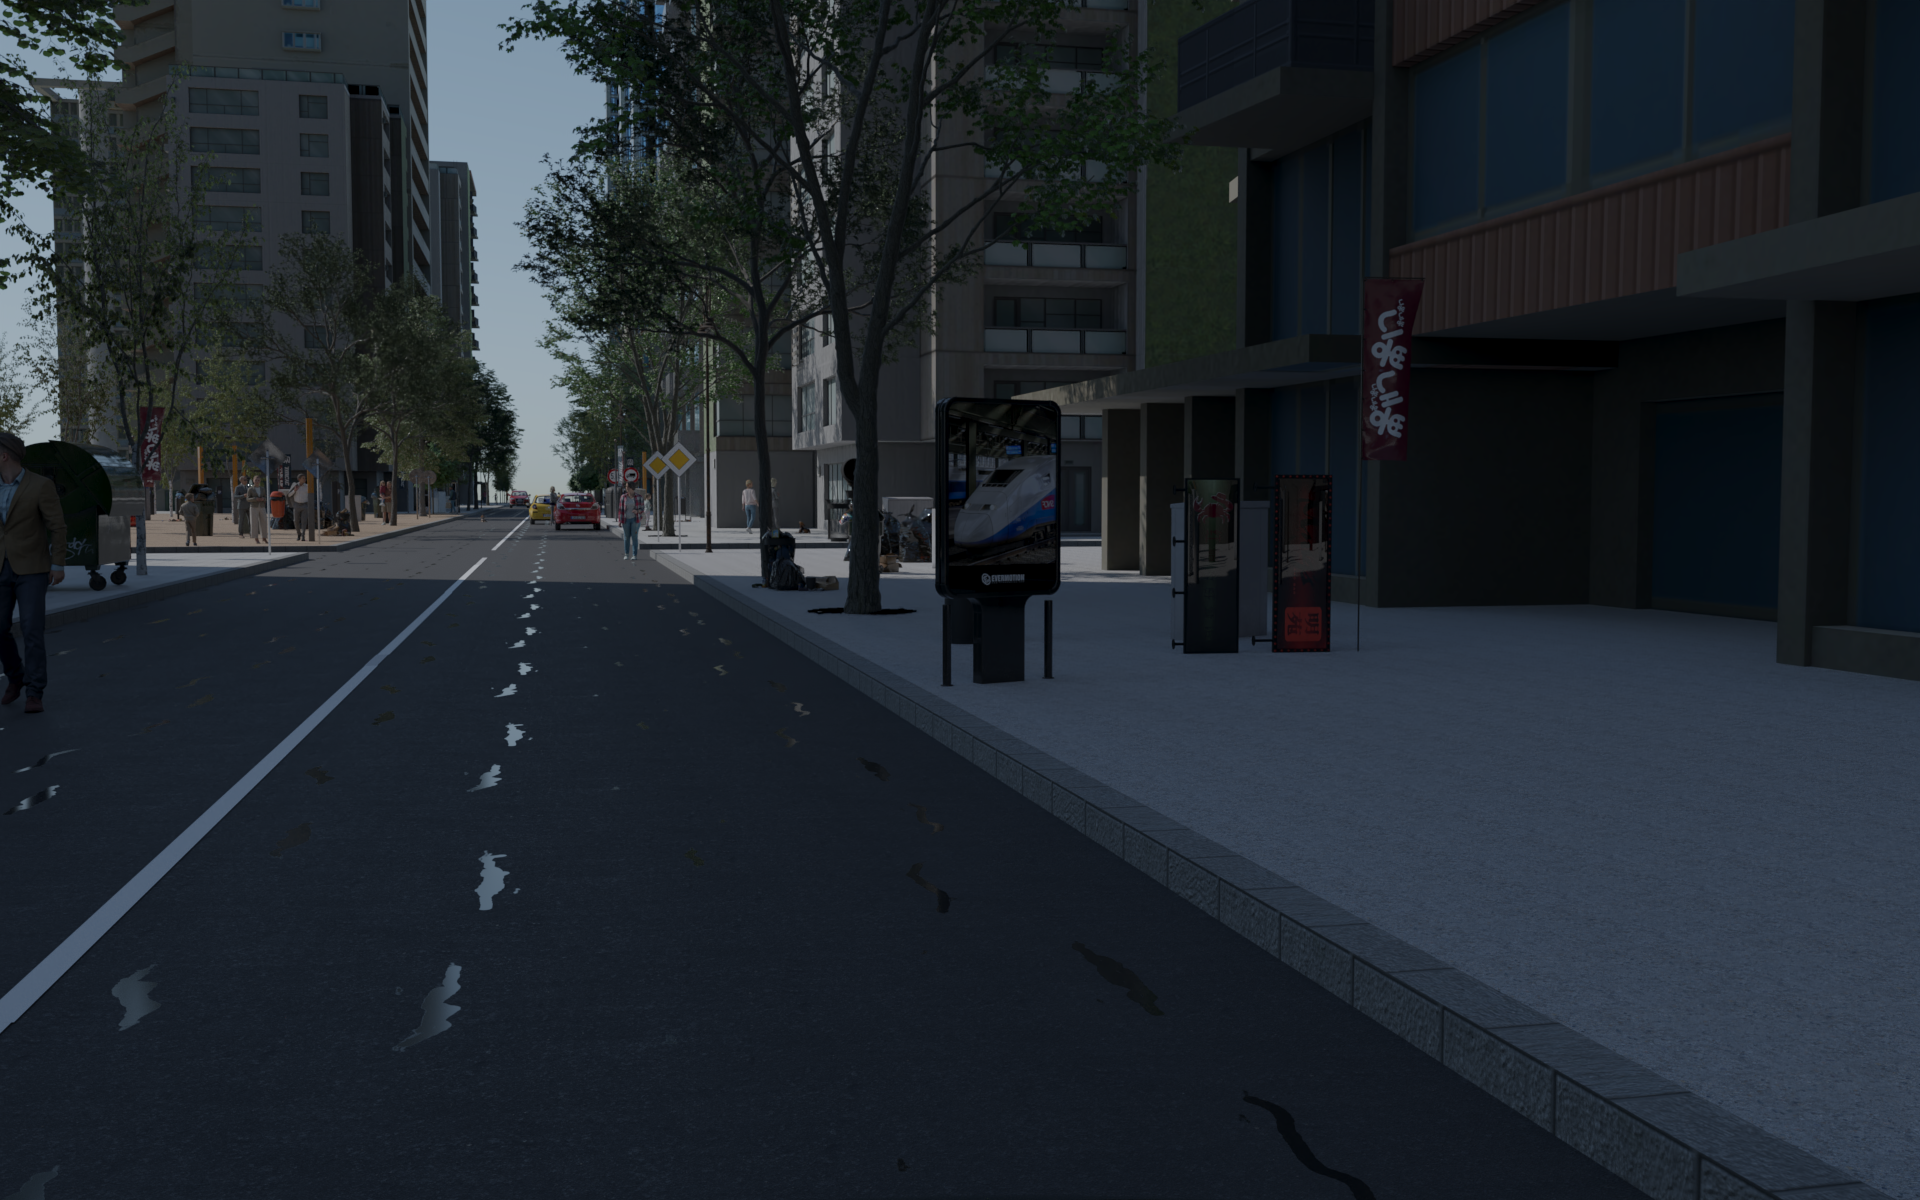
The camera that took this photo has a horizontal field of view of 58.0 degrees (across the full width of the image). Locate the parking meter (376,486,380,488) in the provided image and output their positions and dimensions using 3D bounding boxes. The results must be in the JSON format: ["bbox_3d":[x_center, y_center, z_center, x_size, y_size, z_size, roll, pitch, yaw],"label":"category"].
[{"bbox_3d":[-37.423,-6.472,111.528,0.399,1.863,0.255,-1,4,-21],"label":"parking meter"}]

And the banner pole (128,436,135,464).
[{"bbox_3d":[-35.449,-5.148,74.190,0.401,3.779,0.863,0,4,-8],"label":"banner pole"}]

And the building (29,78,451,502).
[{"bbox_3d":[-64.019,-28.554,158.743,32.217,40.220,23.993,-1,4,-13],"label":"building"}]

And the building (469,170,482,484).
[{"bbox_3d":[-74.319,-34.927,225.687,22.147,44.769,28.867,-1,4,-13],"label":"building"}]

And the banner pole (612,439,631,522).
[{"bbox_3d":[-15.553,-5.441,78.983,0.401,3.779,0.863,-3,5,-44],"label":"banner pole"}]

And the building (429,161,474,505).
[{"bbox_3d":[-65.552,-31.941,205.830,14.154,41.232,14.086,-1,4,-13],"label":"building"}]

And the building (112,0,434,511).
[{"bbox_3d":[-53.865,-31.425,137.496,21.300,48.544,21.600,-1,4,-13],"label":"building"}]

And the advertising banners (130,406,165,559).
[{"bbox_3d":[-16.589,-2.312,33.987,0.090,3.025,2.074,3,5,42],"label":"advertising banners"}]

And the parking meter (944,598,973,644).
[{"bbox_3d":[0.052,-0.398,14.912,0.372,1.533,0.369,0,3,0],"label":"parking meter"}]

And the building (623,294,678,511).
[{"bbox_3d":[-14.481,-18.637,149.761,27.650,21.520,28.899,-1,4,-13],"label":"building"}]

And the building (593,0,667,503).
[{"bbox_3d":[-44.156,-58.000,260.969,22.319,86.520,31.000,-1,4,-13],"label":"building"}]

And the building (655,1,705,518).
[{"bbox_3d":[-6.173,-29.507,102.056,23.786,49.044,30.456,-1,4,-13],"label":"building"}]

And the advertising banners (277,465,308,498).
[{"bbox_3d":[-40.316,-6.639,104.737,2.074,3.025,0.090,-3,5,-41],"label":"advertising banners"}]

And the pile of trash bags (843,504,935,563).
[{"bbox_3d":[-0.597,-1.425,33.046,3.447,1.369,1.912,3,4,36],"label":"pile of trash bags"}]

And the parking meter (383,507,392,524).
[{"bbox_3d":[-24.977,-4.103,75.497,0.372,1.533,0.369,0,3,0],"label":"parking meter"}]

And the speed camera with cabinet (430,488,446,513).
[{"bbox_3d":[-35.407,-7.477,116.578,0.660,3.252,2.038,1,4,14],"label":"speed camera with cabinet"}]

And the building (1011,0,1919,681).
[{"bbox_3d":[14.628,-22.222,17.951,22.147,44.769,28.867,-1,4,-13],"label":"building"}]

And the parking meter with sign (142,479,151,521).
[{"bbox_3d":[-39.548,-5.372,84.087,0.543,3.016,1.738,-2,4,-25],"label":"parking meter with sign"}]

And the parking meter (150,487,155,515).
[{"bbox_3d":[-49.752,-6.162,106.453,0.399,1.863,0.255,0,4,6],"label":"parking meter"}]

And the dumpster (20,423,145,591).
[{"bbox_3d":[-12.069,-1.283,23.471,1.502,2.255,1.985,-1,4,-13],"label":"dumpster"}]

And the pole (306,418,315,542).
[{"bbox_3d":[-17.517,-3.233,46.708,0.158,3.312,0.155,0,3,0],"label":"pole"}]

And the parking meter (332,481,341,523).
[{"bbox_3d":[-27.866,-4.383,77.371,0.255,1.863,0.399,0,4,3],"label":"parking meter"}]

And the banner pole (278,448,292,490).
[{"bbox_3d":[-37.116,-6.427,95.097,0.863,3.779,0.401,-2,4,-30],"label":"banner pole"}]

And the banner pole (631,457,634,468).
[{"bbox_3d":[-19.720,-6.908,102.963,0.863,3.779,0.401,-3,5,-41],"label":"banner pole"}]

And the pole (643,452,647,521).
[{"bbox_3d":[-15.258,-5.503,83.821,0.158,3.312,0.155,0,3,0],"label":"pole"}]

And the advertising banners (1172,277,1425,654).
[{"bbox_3d":[2.735,-1.086,13.947,2.074,3.025,0.090,0,4,-8],"label":"advertising banners"}]

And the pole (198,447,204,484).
[{"bbox_3d":[-31.947,-4.837,72.920,0.158,3.312,0.155,0,3,0],"label":"pole"}]

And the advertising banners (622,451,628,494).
[{"bbox_3d":[-13.746,-4.585,71.158,0.090,3.025,2.074,0,4,-3],"label":"advertising banners"}]

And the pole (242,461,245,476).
[{"bbox_3d":[-43.178,-6.767,104.491,0.158,3.312,0.155,0,3,0],"label":"pole"}]

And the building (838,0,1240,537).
[{"bbox_3d":[2.195,-22.808,56.508,14.086,41.232,14.154,-1,4,-13],"label":"building"}]

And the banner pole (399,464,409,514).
[{"bbox_3d":[-36.624,-7.597,114.226,0.401,3.779,0.863,3,4,39],"label":"banner pole"}]

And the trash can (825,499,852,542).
[{"bbox_3d":[-3.264,-2.143,46.687,0.748,1.137,0.748,0,3,0],"label":"trash can"}]

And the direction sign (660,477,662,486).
[{"bbox_3d":[-15.598,-5.997,90.056,0.379,3.537,0.876,-1,4,-20],"label":"direction sign"}]

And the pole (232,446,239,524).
[{"bbox_3d":[-30.594,-4.850,73.133,0.158,3.312,0.155,0,3,0],"label":"pole"}]

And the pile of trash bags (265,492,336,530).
[{"bbox_3d":[-24.000,-3.234,62.630,1.912,1.369,3.447,0,4,3],"label":"pile of trash bags"}]

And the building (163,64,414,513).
[{"bbox_3d":[-46.476,-21.393,121.475,14.160,30.474,14.107,-1,4,-13],"label":"building"}]

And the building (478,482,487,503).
[{"bbox_3d":[-85.289,-34.157,250.353,32.217,40.220,23.993,-1,4,-13],"label":"building"}]

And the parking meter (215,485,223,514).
[{"bbox_3d":[-48.508,-6.585,113.377,0.399,1.863,0.255,-3,4,-38],"label":"parking meter"}]

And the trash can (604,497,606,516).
[{"bbox_3d":[-19.937,-5.315,98.547,0.748,1.137,0.748,0,3,0],"label":"trash can"}]

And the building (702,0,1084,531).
[{"bbox_3d":[-3.837,-23.744,71.806,14.154,41.232,14.086,-1,4,-13],"label":"building"}]

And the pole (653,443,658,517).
[{"bbox_3d":[-11.857,-4.502,67.459,0.158,3.312,0.155,0,3,0],"label":"pole"}]
